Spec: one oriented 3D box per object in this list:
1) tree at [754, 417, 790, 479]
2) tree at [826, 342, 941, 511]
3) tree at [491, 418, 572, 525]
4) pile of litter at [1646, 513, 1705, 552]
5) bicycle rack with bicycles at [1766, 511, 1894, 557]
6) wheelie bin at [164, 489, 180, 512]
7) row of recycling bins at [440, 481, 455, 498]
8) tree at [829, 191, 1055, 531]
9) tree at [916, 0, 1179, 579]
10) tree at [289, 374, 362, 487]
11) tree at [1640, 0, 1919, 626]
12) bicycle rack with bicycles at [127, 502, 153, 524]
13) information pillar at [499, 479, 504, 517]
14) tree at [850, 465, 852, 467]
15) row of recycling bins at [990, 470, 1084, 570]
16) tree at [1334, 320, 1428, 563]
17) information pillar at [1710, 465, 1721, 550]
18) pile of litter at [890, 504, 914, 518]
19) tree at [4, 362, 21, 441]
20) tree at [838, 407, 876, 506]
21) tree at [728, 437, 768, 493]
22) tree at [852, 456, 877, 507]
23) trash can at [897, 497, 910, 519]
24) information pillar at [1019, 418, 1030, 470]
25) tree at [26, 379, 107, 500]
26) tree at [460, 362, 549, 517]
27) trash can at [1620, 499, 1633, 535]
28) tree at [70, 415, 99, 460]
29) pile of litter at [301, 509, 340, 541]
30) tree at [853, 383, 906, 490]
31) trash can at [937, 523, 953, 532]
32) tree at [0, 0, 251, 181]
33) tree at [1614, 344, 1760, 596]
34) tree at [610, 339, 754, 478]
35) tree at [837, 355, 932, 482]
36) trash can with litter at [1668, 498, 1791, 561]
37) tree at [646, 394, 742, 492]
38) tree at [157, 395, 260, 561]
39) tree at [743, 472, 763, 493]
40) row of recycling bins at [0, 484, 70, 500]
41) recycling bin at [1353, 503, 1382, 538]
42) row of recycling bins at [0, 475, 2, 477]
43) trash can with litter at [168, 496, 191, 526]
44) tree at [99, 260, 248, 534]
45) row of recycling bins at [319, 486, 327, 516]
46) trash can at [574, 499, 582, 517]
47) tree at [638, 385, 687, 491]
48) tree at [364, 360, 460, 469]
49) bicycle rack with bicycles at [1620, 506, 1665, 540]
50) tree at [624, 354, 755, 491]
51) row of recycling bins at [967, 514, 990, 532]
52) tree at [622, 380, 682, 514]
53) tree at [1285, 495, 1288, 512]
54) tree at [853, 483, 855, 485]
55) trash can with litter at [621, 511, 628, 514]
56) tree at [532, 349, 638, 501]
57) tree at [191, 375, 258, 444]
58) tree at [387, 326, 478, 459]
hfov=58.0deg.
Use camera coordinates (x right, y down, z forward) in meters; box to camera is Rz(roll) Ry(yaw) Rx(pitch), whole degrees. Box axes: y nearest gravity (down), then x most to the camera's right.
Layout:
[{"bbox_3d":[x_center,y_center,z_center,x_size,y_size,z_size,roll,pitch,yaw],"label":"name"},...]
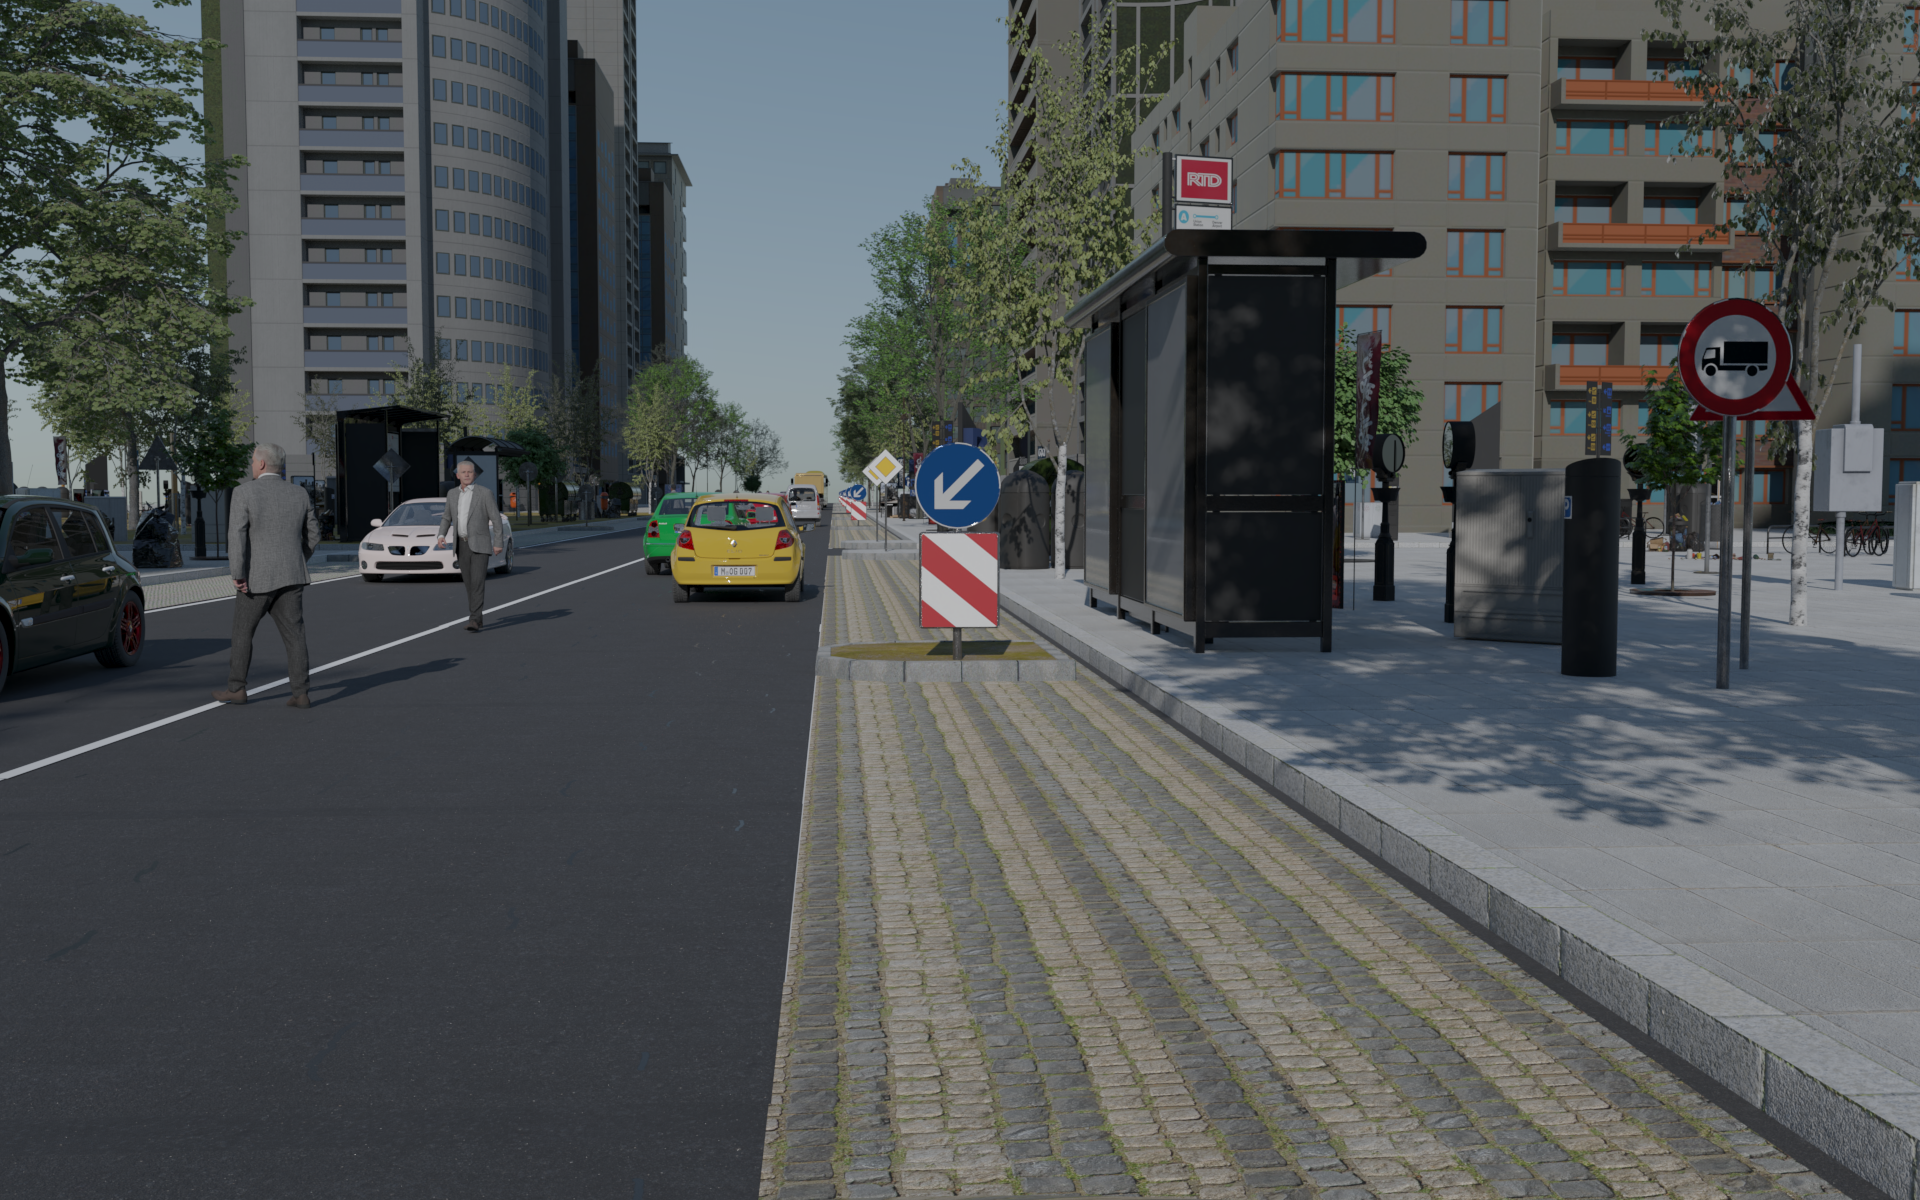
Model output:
[{"bbox_3d":[-32.476,-22.273,274.539,12.009,13.543,11.850,0,3,0],"label":"tree"},{"bbox_3d":[-5.545,-13.950,134.734,9.857,13.997,8.962,0,3,0],"label":"tree"},{"bbox_3d":[-18.234,-5.470,73.151,4.285,4.588,4.351,0,3,0],"label":"tree"},{"bbox_3d":[15.906,-1.514,38.726,1.719,0.858,1.176,1,4,12],"label":"pile of litter"},{"bbox_3d":[18.636,-1.417,36.558,2.925,0.926,2.852,-2,4,-28],"label":"bicycle rack with bicycles"},{"bbox_3d":[-45.385,-5.630,99.958,0.693,1.594,0.980,2,4,28],"label":"wheelie bin"},{"bbox_3d":[-16.798,-3.023,56.544,1.069,1.692,3.534,-1,4,-21],"label":"row of recycling bins"},{"bbox_3d":[-0.519,-8.201,59.848,9.928,11.665,9.643,0,3,0],"label":"tree"},{"bbox_3d":[1.464,-4.642,26.252,4.737,8.622,4.395,0,3,0],"label":"tree"},{"bbox_3d":[-39.210,-9.609,107.472,4.360,8.622,3.978,0,3,0],"label":"tree"},{"bbox_3d":[8.436,-4.057,16.699,4.360,8.622,3.978,0,3,0],"label":"tree"},{"bbox_3d":[-35.277,-3.700,73.883,2.852,0.926,2.925,0,4,6],"label":"bicycle rack with bicycles"},{"bbox_3d":[-21.750,-4.727,81.775,0.304,2.012,0.304,-2,4,-31],"label":"information pillar"},{"bbox_3d":[-13.861,-17.593,238.005,4.737,8.622,4.395,0,3,0],"label":"tree"},{"bbox_3d":[2.407,-1.405,30.083,3.534,1.692,1.069,-1,4,-18],"label":"row of recycling bins"},{"bbox_3d":[7.212,-3.003,32.818,4.285,4.588,4.351,0,3,0],"label":"tree"},{"bbox_3d":[17.444,-2.165,39.887,0.304,2.012,0.304,-2,4,-27],"label":"information pillar"},{"bbox_3d":[-3.070,-4.799,92.429,1.176,0.858,1.719,-1,4,-22],"label":"pile of litter"},{"bbox_3d":[-44.801,-7.858,78.835,4.360,8.622,3.978,0,3,0],"label":"tree"},{"bbox_3d":[-9.586,-16.629,190.014,7.486,12.596,7.792,0,3,0],"label":"tree"},{"bbox_3d":[-26.708,-15.857,209.627,4.737,8.622,4.395,0,3,0],"label":"tree"},{"bbox_3d":[-9.149,-13.987,179.050,4.360,8.622,3.978,0,3,0],"label":"tree"},{"bbox_3d":[-2.946,-4.817,90.407,0.748,1.137,0.748,0,3,0],"label":"trash can"},{"bbox_3d":[1.898,-3.651,51.052,0.183,3.616,0.504,-2,4,-29],"label":"information pillar"},{"bbox_3d":[-44.548,-8.361,87.067,4.737,8.622,4.395,0,3,0],"label":"tree"},{"bbox_3d":[-24.565,-8.909,96.025,4.737,8.622,4.395,0,3,0],"label":"tree"},{"bbox_3d":[20.711,-2.603,54.217,0.748,1.137,0.748,0,3,0],"label":"trash can"},{"bbox_3d":[-39.123,-7.946,80.286,4.360,8.622,3.978,0,3,0],"label":"tree"},{"bbox_3d":[-17.729,-2.070,47.815,1.176,0.858,1.719,-1,4,-19],"label":"pile of litter"},{"bbox_3d":[-3.923,-9.591,107.168,4.737,8.622,4.395,0,3,0],"label":"tree"},{"bbox_3d":[-0.444,-2.707,55.907,0.748,1.137,0.748,0,3,0],"label":"trash can"},{"bbox_3d":[-14.702,-6.559,25.368,7.486,12.596,7.792,0,3,0],"label":"tree"},{"bbox_3d":[9.010,-1.679,22.049,1.663,3.219,1.824,0,3,0],"label":"tree"},{"bbox_3d":[-23.097,-13.940,138.282,12.009,13.543,11.850,0,3,0],"label":"tree"},{"bbox_3d":[-4.637,-11.031,114.768,7.601,10.594,8.767,0,4,5],"label":"tree"},{"bbox_3d":[15.154,-1.397,33.891,2.233,1.210,1.678,2,4,31],"label":"trash can with litter"},{"bbox_3d":[-23.508,-13.299,151.845,8.767,10.594,7.601,-1,4,-15],"label":"tree"},{"bbox_3d":[-14.395,-2.394,33.742,1.663,3.219,1.824,0,3,0],"label":"tree"},{"bbox_3d":[-31.146,-16.881,259.719,4.285,4.588,4.351,0,3,0],"label":"tree"},{"bbox_3d":[-49.935,-5.280,93.443,3.534,1.692,1.069,-1,4,-19],"label":"row of recycling bins"},{"bbox_3d":[12.006,-2.345,50.895,0.722,1.027,0.722,0,4,-5],"label":"recycling bin"},{"bbox_3d":[-14.584,-1.023,23.842,3.534,1.692,1.069,1,4,18],"label":"row of recycling bins"},{"bbox_3d":[-31.004,-3.567,69.372,2.233,1.210,1.678,-1,4,-18],"label":"trash can with litter"},{"bbox_3d":[-24.758,-6.399,54.982,4.360,8.622,3.978,0,3,0],"label":"tree"},{"bbox_3d":[-31.599,-4.850,86.405,1.069,1.692,3.534,0,4,2],"label":"row of recycling bins"},{"bbox_3d":[-21.044,-5.138,95.659,0.748,1.137,0.748,0,3,0],"label":"trash can"},{"bbox_3d":[-20.708,-10.248,117.920,4.360,8.622,3.978,0,3,0],"label":"tree"},{"bbox_3d":[-30.459,-9.058,98.464,4.737,8.622,4.395,0,3,0],"label":"tree"},{"bbox_3d":[18.448,-2.228,49.816,2.925,0.926,2.852,3,4,37],"label":"bicycle rack with bicycles"},{"bbox_3d":[-21.159,-12.367,127.952,9.928,11.665,9.643,0,3,0],"label":"tree"},{"bbox_3d":[1.568,-1.806,36.640,3.534,1.692,1.069,3,5,42],"label":"row of recycling bins"},{"bbox_3d":[-20.142,-9.912,112.420,4.737,8.622,4.395,0,3,0],"label":"tree"},{"bbox_3d":[16.813,-5.764,88.846,1.663,3.219,1.824,0,3,0],"label":"tree"},{"bbox_3d":[-15.118,-15.808,253.061,1.663,3.219,1.824,0,3,0],"label":"tree"},{"bbox_3d":[-21.707,-6.080,110.794,1.055,1.170,0.624,0,4,-8],"label":"trash can with litter"},{"bbox_3d":[-19.058,-8.366,87.151,4.360,8.622,3.978,0,3,0],"label":"tree"},{"bbox_3d":[-44.905,-9.495,105.607,4.737,8.622,4.395,0,3,0],"label":"tree"},{"bbox_3d":[-23.374,-7.697,76.207,4.360,8.622,3.978,0,3,0],"label":"tree"}]
